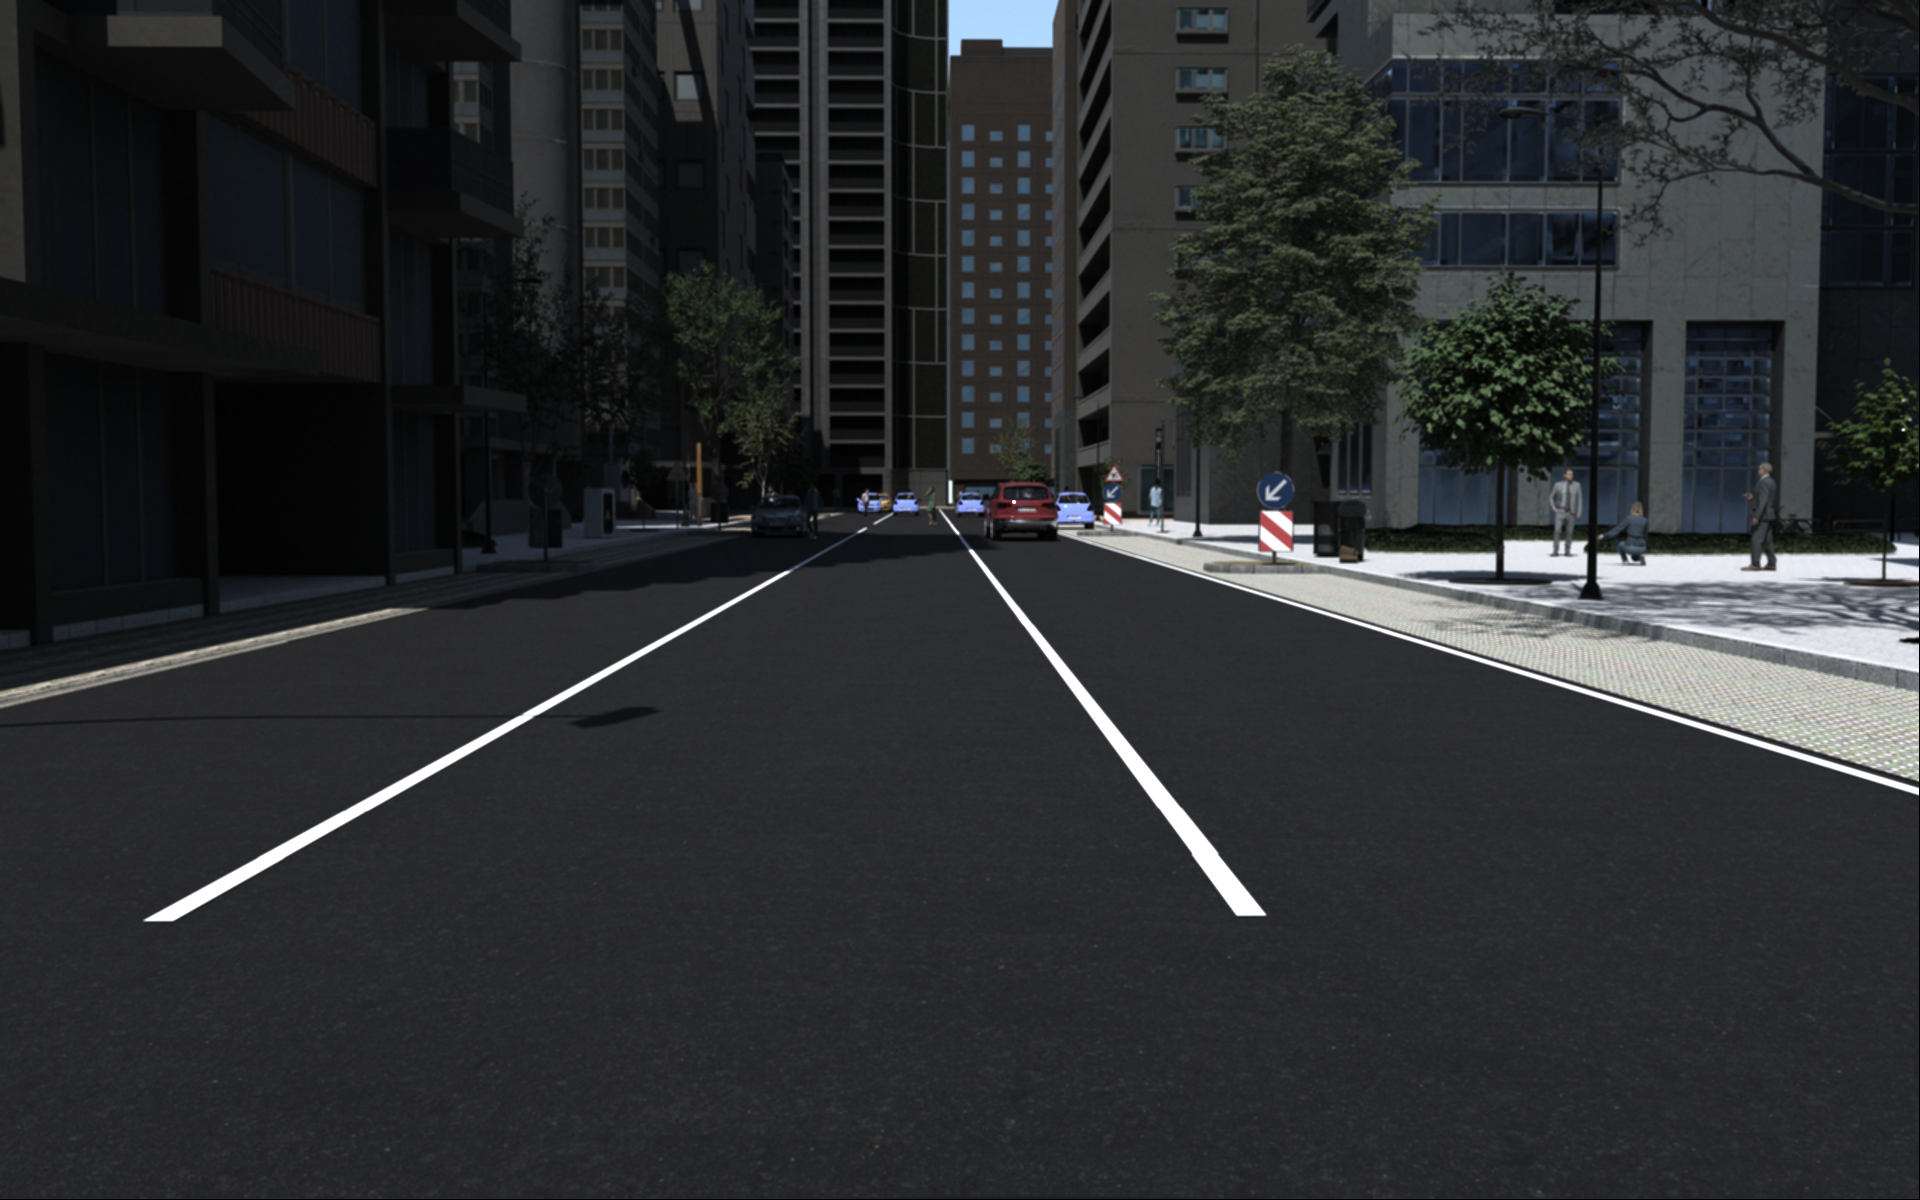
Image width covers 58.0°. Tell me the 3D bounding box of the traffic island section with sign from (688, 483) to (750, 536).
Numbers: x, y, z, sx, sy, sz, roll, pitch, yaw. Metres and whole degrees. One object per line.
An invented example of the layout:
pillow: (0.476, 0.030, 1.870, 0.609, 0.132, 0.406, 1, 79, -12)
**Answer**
traffic island section with sign: (-8.303, -3.136, 59.908, 1.989, 1.847, 2.006, 0, 4, -1)

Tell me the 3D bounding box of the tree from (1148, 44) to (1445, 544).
tree: (8.752, -7.707, 44.132, 7.486, 12.596, 7.792, 0, 3, 0)

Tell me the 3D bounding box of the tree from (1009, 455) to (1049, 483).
tree: (5.820, -9.853, 144.813, 4.285, 4.588, 4.351, 0, 3, 0)

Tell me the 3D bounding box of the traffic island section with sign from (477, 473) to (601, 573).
traffic island section with sign: (-7.790, -1.449, 32.312, 1.989, 1.847, 2.006, 0, 4, -1)

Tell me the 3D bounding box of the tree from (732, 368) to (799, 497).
tree: (-11.417, -9.179, 100.432, 4.737, 8.622, 4.395, 0, 3, 0)

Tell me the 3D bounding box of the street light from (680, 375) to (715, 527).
street light: (-10.269, -5.827, 67.816, 1.470, 5.913, 1.316, 0, 4, -1)

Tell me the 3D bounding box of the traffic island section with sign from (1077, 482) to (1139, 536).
traffic island section with sign: (5.023, -3.094, 59.214, 1.989, 1.847, 2.006, 0, 4, -1)

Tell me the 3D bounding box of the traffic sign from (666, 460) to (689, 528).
traffic sign: (-10.656, -3.993, 65.285, 0.884, 2.594, 0.081, 0, 4, 4)

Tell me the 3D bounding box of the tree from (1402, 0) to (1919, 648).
tree: (8.729, -6.353, 14.238, 12.009, 13.543, 11.850, 0, 3, 0)

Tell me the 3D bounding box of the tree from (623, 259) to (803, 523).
tree: (-11.105, -9.316, 78.066, 9.928, 11.665, 9.643, 0, 3, 0)

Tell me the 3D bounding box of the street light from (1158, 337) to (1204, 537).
street light: (6.553, -4.829, 51.497, 1.470, 5.913, 1.316, 0, 4, -1)

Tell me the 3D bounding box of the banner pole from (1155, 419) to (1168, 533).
banner pole: (6.678, -4.145, 57.793, 0.401, 3.779, 0.863, -1, 4, -16)

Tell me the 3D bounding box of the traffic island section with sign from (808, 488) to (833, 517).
traffic island section with sign: (-9.235, -6.179, 109.646, 1.989, 1.847, 2.006, 0, 4, -1)

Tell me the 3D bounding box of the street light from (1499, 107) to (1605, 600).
street light: (7.174, -2.963, 20.983, 1.470, 5.913, 1.316, 0, 4, -1)

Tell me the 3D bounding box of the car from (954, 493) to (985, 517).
car: (0.625, -6.061, 108.688, 1.945, 1.707, 3.694, 0, 4, -3)

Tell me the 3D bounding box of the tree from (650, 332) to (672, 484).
tree: (-11.310, -6.468, 56.116, 4.360, 8.622, 3.978, 0, 3, 0)

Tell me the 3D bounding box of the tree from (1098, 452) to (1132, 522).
tree: (6.850, -5.178, 79.262, 1.663, 3.219, 1.824, 0, 3, 0)

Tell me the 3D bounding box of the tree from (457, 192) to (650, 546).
tree: (-10.416, -5.618, 42.210, 4.360, 8.622, 3.978, 0, 3, 0)

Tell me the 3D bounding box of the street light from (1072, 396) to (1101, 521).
street light: (6.018, -6.707, 82.206, 1.470, 5.913, 1.316, 0, 4, -1)

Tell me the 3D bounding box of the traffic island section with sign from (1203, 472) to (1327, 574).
traffic island section with sign: (5.541, -1.419, 31.836, 1.989, 1.847, 2.006, 0, 4, -1)

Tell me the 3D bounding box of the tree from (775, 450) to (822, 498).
tree: (-13.043, -9.397, 137.354, 4.285, 4.588, 4.351, 0, 3, 0)

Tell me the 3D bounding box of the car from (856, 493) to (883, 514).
car: (-6.613, -7.174, 126.885, 1.945, 1.707, 3.694, 0, 4, -3)

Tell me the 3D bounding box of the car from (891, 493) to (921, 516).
car: (-3.541, -6.374, 113.807, 1.945, 1.707, 3.694, 0, 4, -2)

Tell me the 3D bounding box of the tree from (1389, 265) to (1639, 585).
tree: (7.912, -2.523, 24.969, 4.285, 4.588, 4.351, 0, 3, 0)

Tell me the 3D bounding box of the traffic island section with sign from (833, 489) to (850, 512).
traffic island section with sign: (-9.725, -7.827, 136.597, 1.989, 1.847, 2.006, 0, 4, -1)

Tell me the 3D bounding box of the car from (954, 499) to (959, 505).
car: (0.644, -7.008, 126.379, 2.131, 1.459, 4.920, 0, 4, 0)

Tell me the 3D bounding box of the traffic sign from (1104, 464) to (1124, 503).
traffic sign: (6.587, -4.525, 73.993, 0.884, 2.594, 0.081, 1, 4, 8)

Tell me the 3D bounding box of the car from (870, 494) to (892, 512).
car: (-6.269, -7.767, 137.205, 2.015, 1.641, 3.980, 0, 4, -1)

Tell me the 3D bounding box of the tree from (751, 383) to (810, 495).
tree: (-11.959, -10.090, 115.329, 4.360, 8.622, 3.978, 0, 3, 0)

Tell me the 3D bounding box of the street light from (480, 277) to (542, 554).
street light: (-9.643, -3.957, 37.238, 1.470, 5.913, 1.316, 0, 4, -1)

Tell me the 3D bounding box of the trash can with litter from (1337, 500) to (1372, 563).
trash can with litter: (7.411, -1.296, 32.575, 0.624, 1.170, 1.055, 1, 4, 14)

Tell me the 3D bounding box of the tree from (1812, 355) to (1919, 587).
tree: (12.902, -1.821, 24.377, 1.663, 3.219, 1.824, 0, 3, 0)

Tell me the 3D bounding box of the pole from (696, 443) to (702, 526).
pole: (-10.379, -4.590, 68.893, 0.158, 3.312, 0.155, 0, 3, 0)

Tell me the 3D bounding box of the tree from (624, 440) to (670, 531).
tree: (-11.088, -3.996, 59.944, 1.663, 3.219, 1.824, 0, 3, 0)

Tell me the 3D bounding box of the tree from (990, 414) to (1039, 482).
tree: (5.003, -12.677, 157.631, 4.737, 8.622, 4.395, 0, 3, 0)
